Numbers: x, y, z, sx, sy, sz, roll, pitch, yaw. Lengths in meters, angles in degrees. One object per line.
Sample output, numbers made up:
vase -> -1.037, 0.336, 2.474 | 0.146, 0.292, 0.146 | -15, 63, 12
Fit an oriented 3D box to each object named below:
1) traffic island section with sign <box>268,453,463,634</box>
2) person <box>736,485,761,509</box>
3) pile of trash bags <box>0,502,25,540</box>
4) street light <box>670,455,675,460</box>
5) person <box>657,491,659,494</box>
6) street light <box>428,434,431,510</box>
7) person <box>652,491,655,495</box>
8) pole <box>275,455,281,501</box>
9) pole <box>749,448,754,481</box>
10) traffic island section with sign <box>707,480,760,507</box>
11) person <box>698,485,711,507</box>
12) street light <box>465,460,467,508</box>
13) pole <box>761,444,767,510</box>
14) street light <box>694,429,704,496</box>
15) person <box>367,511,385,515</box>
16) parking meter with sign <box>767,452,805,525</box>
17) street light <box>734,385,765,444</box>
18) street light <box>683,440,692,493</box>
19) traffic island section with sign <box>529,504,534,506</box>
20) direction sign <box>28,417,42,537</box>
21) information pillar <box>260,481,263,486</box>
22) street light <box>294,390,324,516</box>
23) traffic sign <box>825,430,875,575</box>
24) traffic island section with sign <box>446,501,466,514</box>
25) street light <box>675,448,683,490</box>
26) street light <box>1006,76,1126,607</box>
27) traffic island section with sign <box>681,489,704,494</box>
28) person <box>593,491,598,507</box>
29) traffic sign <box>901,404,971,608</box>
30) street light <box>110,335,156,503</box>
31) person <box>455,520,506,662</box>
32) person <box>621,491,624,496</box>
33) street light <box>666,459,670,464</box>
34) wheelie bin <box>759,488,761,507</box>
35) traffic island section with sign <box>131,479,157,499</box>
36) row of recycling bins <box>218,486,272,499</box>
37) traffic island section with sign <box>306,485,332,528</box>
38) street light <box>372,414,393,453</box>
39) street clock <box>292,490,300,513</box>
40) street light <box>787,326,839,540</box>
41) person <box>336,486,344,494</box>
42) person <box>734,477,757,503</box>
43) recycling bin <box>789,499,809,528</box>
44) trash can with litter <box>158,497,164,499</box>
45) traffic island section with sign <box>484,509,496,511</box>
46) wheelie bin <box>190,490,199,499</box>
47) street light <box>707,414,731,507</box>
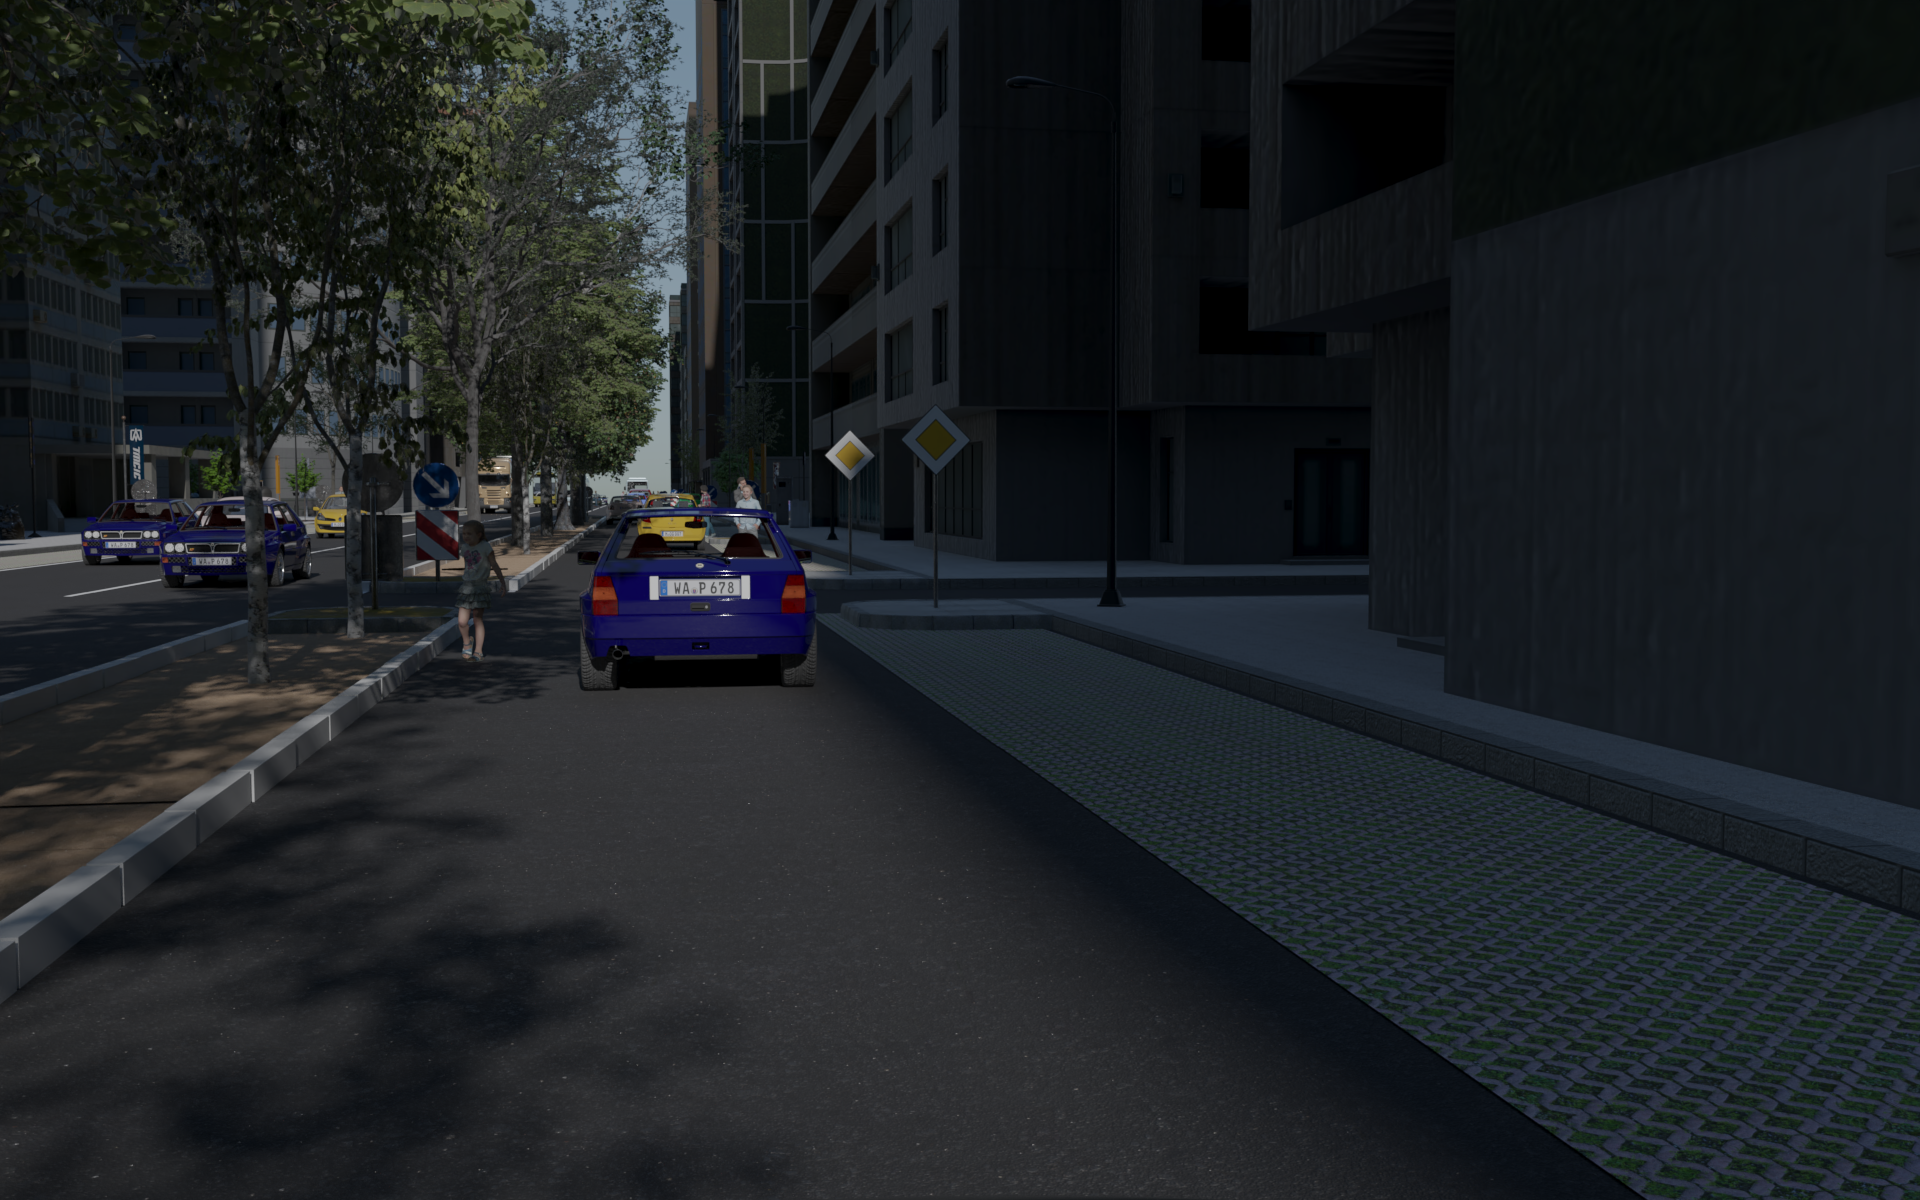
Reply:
traffic island section with sign -> -6.412, -0.643, 18.656 | 2.006, 1.907, 1.989 | -1, 4, -10
person -> -3.929, -1.333, 32.099 | 0.589, 1.601, 0.330 | 1, 4, 15
pile of trash bags -> -28.044, -2.351, 48.189 | 3.447, 1.369, 1.912 | -3, 4, -39
street light -> -33.227, -14.204, 204.780 | 1.470, 5.913, 1.316 | -1, 4, -10
person -> -29.900, -9.957, 171.823 | 1.217, 1.766, 0.721 | 1, 4, 18
street light -> -38.362, -9.441, 126.907 | 1.470, 5.913, 1.316 | -1, 4, -10
person -> -40.568, -13.501, 229.252 | 1.348, 1.823, 0.705 | 0, 4, -6
pole -> -35.942, -5.960, 91.290 | 0.158, 3.312, 0.155 | 0, 3, 0
pole -> -9.259, -5.084, 76.964 | 0.158, 3.312, 0.155 | 0, 3, 0
traffic island section with sign -> -6.227, -2.522, 49.860 | 1.989, 1.847, 2.006 | -1, 4, -10
person -> -8.283, -2.899, 56.743 | 0.643, 1.720, 0.563 | -1, 4, -19
street light -> -43.417, -11.104, 154.097 | 1.470, 5.913, 1.316 | -1, 4, -10
pole -> -7.933, -4.659, 70.018 | 0.158, 3.312, 0.155 | 0, 3, 0
street light -> -18.057, -9.230, 123.452 | 1.470, 5.913, 1.316 | -1, 4, -10
person -> -10.397, -1.361, 30.933 | 0.473, 1.802, 0.592 | 0, 4, 2
parking meter with sign -> -7.285, -4.614, 71.694 | 1.738, 3.016, 0.543 | 0, 4, -3
street light -> -8.959, -6.224, 74.304 | 1.470, 5.913, 1.316 | -1, 4, -10
street light -> -22.967, -10.836, 149.708 | 1.470, 5.913, 1.316 | -1, 4, -10
traffic island section with sign -> -56.018, -13.527, 229.787 | 1.989, 1.847, 2.006 | -1, 4, -10
direction sign -> -27.440, -3.624, 51.254 | 0.379, 3.537, 0.876 | -1, 4, -20
information pillar -> -38.475, -5.540, 95.078 | 0.304, 2.012, 0.304 | 1, 4, 9
street light -> -29.199, -6.428, 77.634 | 1.470, 5.913, 1.316 | -1, 4, -10
traffic sign -> -1.735, -1.448, 27.322 | 0.795, 2.450, 0.064 | -1, 4, -10
traffic island section with sign -> -36.131, -6.983, 122.805 | 1.989, 1.847, 2.006 | -1, 4, -10
street light -> -27.954, -12.473, 176.469 | 1.470, 5.913, 1.316 | -1, 4, -10
street light -> 1.199, -2.875, 19.541 | 1.470, 5.913, 1.316 | -1, 4, -10
traffic island section with sign -> -11.150, -4.143, 76.364 | 1.989, 1.847, 2.006 | -1, 4, -10
person -> -40.700, -11.311, 193.511 | 0.705, 1.814, 1.350 | -3, 4, -37
traffic sign -> -0.276, -0.968, 19.471 | 0.795, 2.450, 0.064 | -1, 4, -10
street light -> -24.153, -4.773, 50.581 | 1.470, 5.913, 1.316 | -1, 4, -10
person -> -4.106, -0.085, 14.898 | 0.505, 1.210, 0.382 | 1, 4, 15
person -> -32.130, -9.526, 165.194 | 0.436, 1.711, 0.756 | 0, 4, 4
street light -> -38.278, -15.870, 232.016 | 1.470, 5.913, 1.316 | -1, 4, -10
wheelie bin -> -11.154, -5.386, 95.969 | 0.693, 1.594, 0.980 | 2, 4, 34
traffic island section with sign -> -21.926, -2.308, 46.367 | 1.989, 1.847, 2.006 | -1, 4, -10
row of recycling bins -> -37.866, -5.106, 90.603 | 3.534, 1.692, 1.069 | -1, 4, -17
traffic island section with sign -> -26.897, -3.947, 73.155 | 1.989, 1.847, 2.006 | -1, 4, -10
street light -> -33.302, -7.790, 99.907 | 1.470, 5.913, 1.316 | -1, 4, -10
street clock -> -31.633, -4.769, 82.536 | 0.471, 2.002, 0.358 | -2, 4, -34
street light -> -4.091, -4.618, 48.040 | 1.470, 5.913, 1.316 | -1, 4, -10
person -> -28.809, -4.405, 80.620 | 0.635, 1.810, 0.391 | -1, 4, -19
person -> -5.237, -2.100, 42.636 | 0.655, 1.846, 0.447 | -2, 4, -28
recycling bin -> -6.130, -3.262, 65.894 | 0.722, 1.027, 0.722 | -1, 4, -11
trash can with litter -> -37.720, -4.355, 82.589 | 1.055, 1.170, 0.624 | -2, 4, -34
traffic island section with sign -> -41.063, -8.604, 149.307 | 1.989, 1.847, 2.006 | -1, 4, -10
wheelie bin -> -41.573, -5.281, 94.250 | 0.693, 1.594, 0.980 | -3, 4, -37
street light -> -13.991, -7.863, 101.099 | 1.470, 5.913, 1.316 | -1, 4, -10
